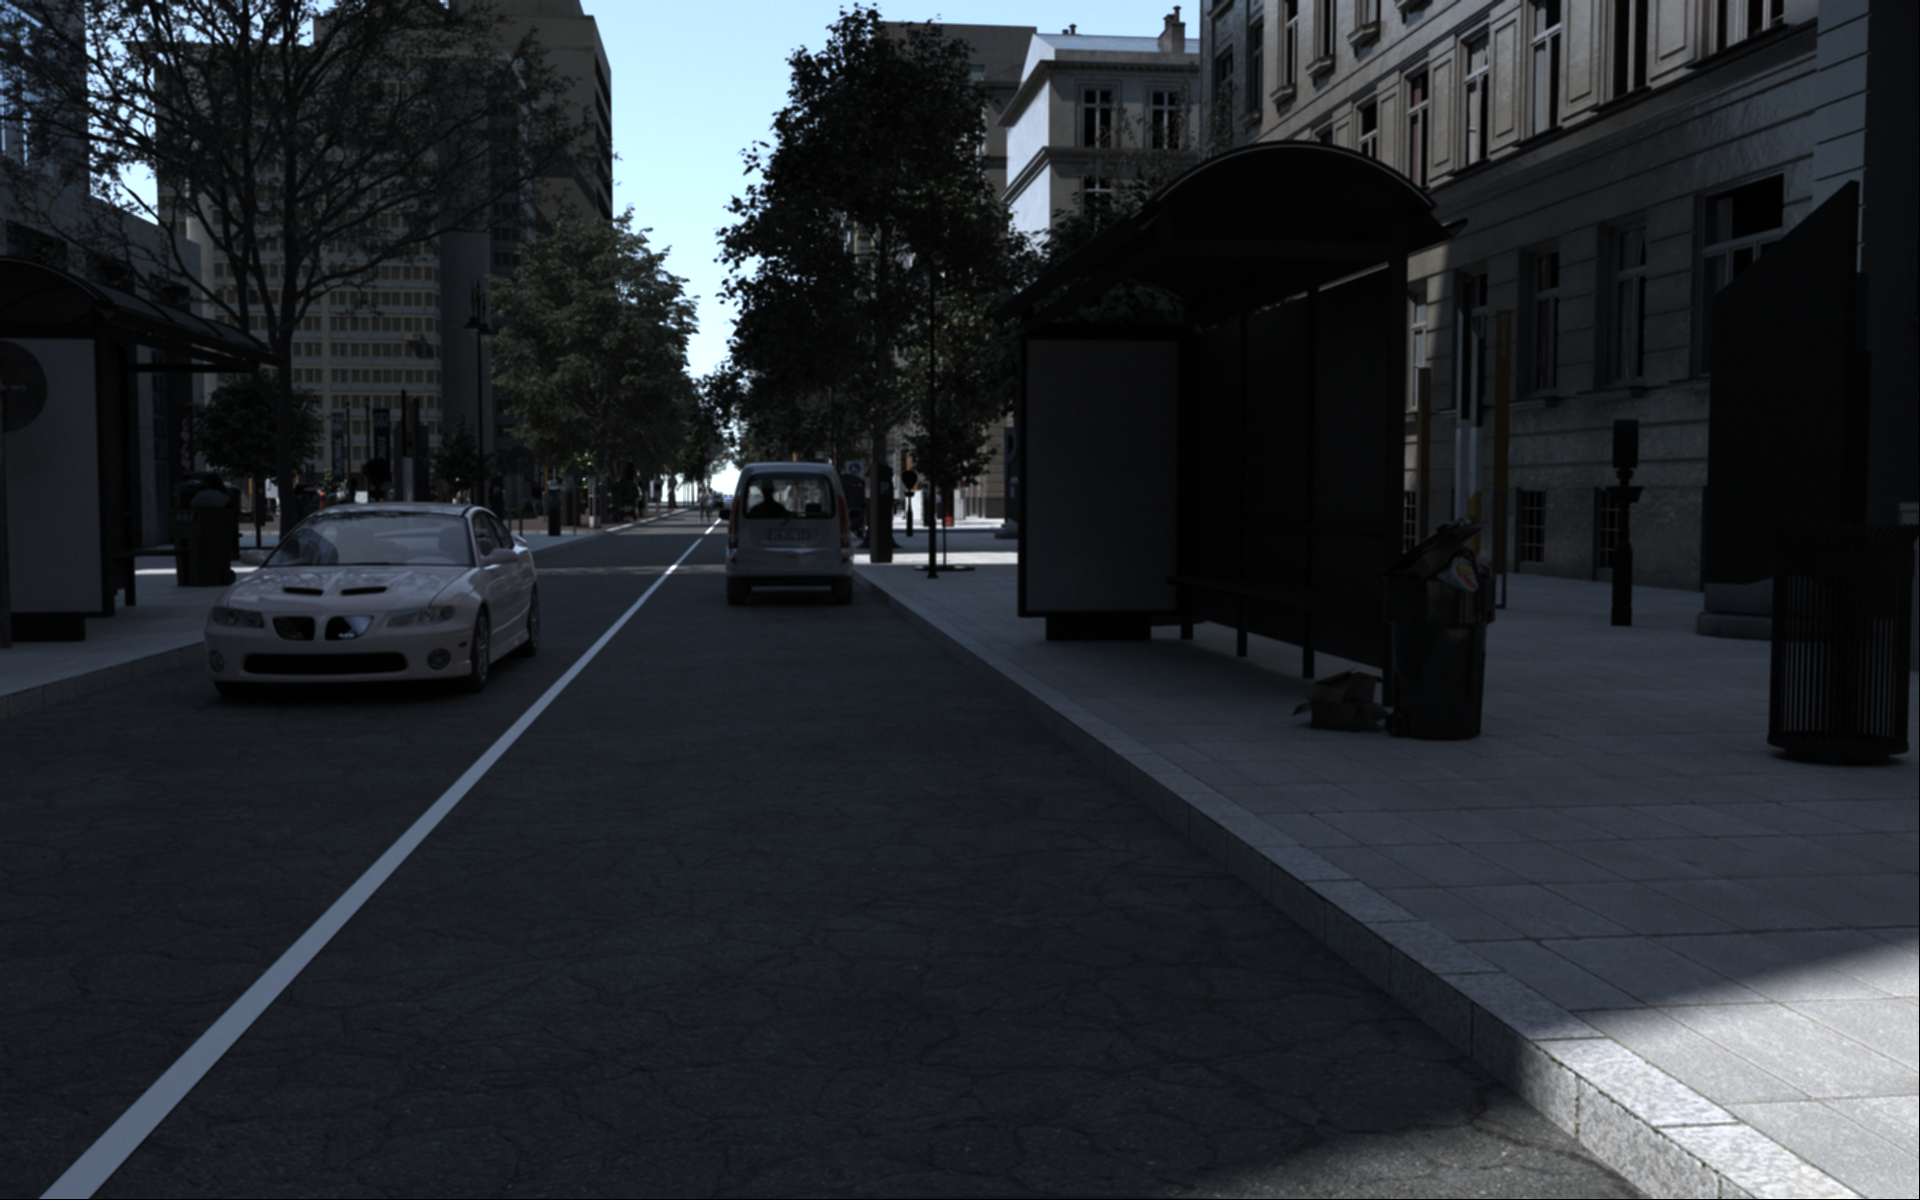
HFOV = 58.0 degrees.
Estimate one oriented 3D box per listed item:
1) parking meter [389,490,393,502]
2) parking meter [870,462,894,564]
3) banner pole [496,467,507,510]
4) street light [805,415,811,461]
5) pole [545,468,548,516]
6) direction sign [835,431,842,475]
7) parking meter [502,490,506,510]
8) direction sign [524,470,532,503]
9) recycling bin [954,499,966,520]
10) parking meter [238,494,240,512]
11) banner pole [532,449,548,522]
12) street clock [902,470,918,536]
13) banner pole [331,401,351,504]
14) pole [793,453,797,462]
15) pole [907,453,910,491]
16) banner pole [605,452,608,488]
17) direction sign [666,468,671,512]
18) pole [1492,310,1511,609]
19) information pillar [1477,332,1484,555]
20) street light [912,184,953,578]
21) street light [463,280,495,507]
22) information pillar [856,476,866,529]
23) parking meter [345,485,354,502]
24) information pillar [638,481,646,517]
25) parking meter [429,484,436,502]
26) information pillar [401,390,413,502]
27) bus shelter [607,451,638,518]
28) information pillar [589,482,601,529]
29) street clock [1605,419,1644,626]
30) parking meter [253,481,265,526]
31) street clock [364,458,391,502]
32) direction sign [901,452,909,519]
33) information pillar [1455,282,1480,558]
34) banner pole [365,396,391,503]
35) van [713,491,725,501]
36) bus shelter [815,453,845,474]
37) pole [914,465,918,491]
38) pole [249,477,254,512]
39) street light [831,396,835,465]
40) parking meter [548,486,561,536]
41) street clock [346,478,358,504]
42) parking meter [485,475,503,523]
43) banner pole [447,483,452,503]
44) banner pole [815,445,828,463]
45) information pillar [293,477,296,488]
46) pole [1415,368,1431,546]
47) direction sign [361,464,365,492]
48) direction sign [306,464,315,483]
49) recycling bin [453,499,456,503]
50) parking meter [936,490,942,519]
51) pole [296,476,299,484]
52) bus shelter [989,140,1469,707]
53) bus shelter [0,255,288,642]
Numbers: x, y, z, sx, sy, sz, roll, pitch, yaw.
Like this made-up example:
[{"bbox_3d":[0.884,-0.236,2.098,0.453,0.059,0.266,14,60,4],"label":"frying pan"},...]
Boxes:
[{"bbox_3d":[-38.147,-6.606,116.415,0.372,1.533,0.369,0,3,0],"label":"parking meter"},{"bbox_3d":[-1.449,-1.614,32.105,0.399,1.863,0.255,-2,4,-32],"label":"parking meter"},{"bbox_3d":[-29.868,-7.523,113.021,0.863,3.779,0.401,-2,4,-31],"label":"banner pole"},{"bbox_3d":[-7.110,-6.571,80.217,0.468,5.910,1.993,0,4,-7],"label":"street light"},{"bbox_3d":[-23.836,-6.481,99.809,0.158,3.312,0.155,0,3,0],"label":"pole"},{"bbox_3d":[-4.387,-4.309,62.456,0.379,3.537,0.876,-1,4,-18],"label":"direction sign"},{"bbox_3d":[-32.286,-6.969,122.359,0.372,1.533,0.369,0,3,0],"label":"parking meter"},{"bbox_3d":[-26.573,-7.057,107.385,0.876,3.537,0.379,-2,4,-34],"label":"direction sign"},{"bbox_3d":[-0.114,-4.407,84.602,0.722,1.027,0.722,1,4,9],"label":"recycling bin"},{"bbox_3d":[-48.701,-6.624,116.715,0.372,1.533,0.369,0,3,0],"label":"parking meter"},{"bbox_3d":[-19.440,-5.511,80.121,0.863,3.779,0.401,-3,5,-44],"label":"banner pole"},{"bbox_3d":[-1.525,-2.927,52.422,0.471,2.002,0.358,0,4,4],"label":"street clock"},{"bbox_3d":[-16.652,-3.469,46.728,0.863,3.779,0.401,2,4,26],"label":"banner pole"},{"bbox_3d":[-8.019,-5.537,84.381,0.158,3.312,0.155,0,3,0],"label":"pole"},{"bbox_3d":[-2.540,-5.599,85.385,0.158,3.312,0.155,0,3,0],"label":"pole"},{"bbox_3d":[-17.990,-5.960,87.467,0.401,3.779,0.863,1,4,21],"label":"banner pole"},{"bbox_3d":[-21.310,-8.234,126.624,0.379,3.537,0.876,-1,4,-9],"label":"direction sign"},{"bbox_3d":[6.040,-1.559,19.331,0.158,3.312,0.155,0,3,0],"label":"pole"},{"bbox_3d":[6.365,-1.856,21.698,0.183,3.616,0.504,-1,4,-15],"label":"information pillar"},{"bbox_3d":[-0.419,-3.269,26.230,0.468,5.910,1.993,0,4,-7],"label":"street light"},{"bbox_3d":[-10.395,-3.960,37.541,0.468,5.910,1.993,0,4,-7],"label":"street light"},{"bbox_3d":[-3.643,-3.587,63.139,0.304,2.012,0.304,3,4,36],"label":"information pillar"},{"bbox_3d":[-32.191,-5.235,91.296,0.399,1.863,0.255,1,4,15],"label":"parking meter"},{"bbox_3d":[-17.646,-5.601,96.061,0.304,2.012,0.304,1,4,14],"label":"information pillar"},{"bbox_3d":[-30.738,-5.814,100.766,0.399,1.863,0.255,-2,4,-30],"label":"parking meter"},{"bbox_3d":[-12.471,-2.920,39.101,0.183,3.616,0.504,0,4,-2],"label":"information pillar"},{"bbox_3d":[-18.925,-6.451,96.750,1.731,3.624,6.357,0,4,-7],"label":"bus shelter"},{"bbox_3d":[-13.497,-3.637,63.960,0.304,2.012,0.304,3,5,43],"label":"information pillar"},{"bbox_3d":[6.465,-0.752,16.872,0.358,2.002,0.471,1,4,20],"label":"street clock"},{"bbox_3d":[-27.917,-3.872,69.019,0.255,1.863,0.399,3,5,40],"label":"parking meter"},{"bbox_3d":[-11.833,-1.874,35.206,0.471,2.002,0.358,-3,5,-40],"label":"street clock"},{"bbox_3d":[-2.807,-5.914,88.692,0.379,3.537,0.876,2,4,26],"label":"direction sign"},{"bbox_3d":[5.661,-1.716,19.403,0.183,3.616,0.504,1,4,18],"label":"information pillar"},{"bbox_3d":[-14.970,-3.329,44.454,0.863,3.779,0.401,1,4,11],"label":"banner pole"},{"bbox_3d":[-31.672,-13.415,226.341,2.013,2.044,4.112,0,4,-7],"label":"van"},{"bbox_3d":[-6.951,-5.775,88.347,2.014,3.302,5.546,0,4,-7],"label":"bus shelter"},{"bbox_3d":[-2.305,-5.929,90.785,0.158,3.312,0.155,0,3,0],"label":"pole"},{"bbox_3d":[-43.330,-6.851,105.856,0.158,3.312,0.155,0,3,0],"label":"pole"},{"bbox_3d":[-4.020,-5.016,54.795,0.468,5.910,1.993,0,4,-7],"label":"street light"},{"bbox_3d":[-12.423,-2.728,53.018,0.372,1.533,0.369,0,3,0],"label":"parking meter"},{"bbox_3d":[-27.006,-4.429,76.984,0.358,2.002,0.471,3,5,40],"label":"street clock"},{"bbox_3d":[-14.187,-2.886,52.898,0.399,1.863,0.255,-2,4,-27],"label":"parking meter"},{"bbox_3d":[-37.321,-8.381,127.043,0.863,3.779,0.401,-2,4,-30],"label":"banner pole"},{"bbox_3d":[-6.699,-5.795,84.758,0.863,3.779,0.401,-2,4,-26],"label":"banner pole"},{"bbox_3d":[-29.480,-4.401,76.444,0.304,2.012,0.304,-1,4,-10],"label":"information pillar"},{"bbox_3d":[7.499,-2.092,28.054,0.158,3.312,0.155,0,3,0],"label":"pole"},{"bbox_3d":[-45.542,-8.577,132.228,0.379,3.537,0.876,0,4,-1],"label":"direction sign"},{"bbox_3d":[-48.581,-8.413,129.557,0.379,3.537,0.876,1,4,23],"label":"direction sign"},{"bbox_3d":[-28.060,-5.189,97.402,0.722,1.027,0.722,-2,4,-35],"label":"recycling bin"},{"bbox_3d":[-1.023,-4.873,88.080,0.372,1.533,0.369,0,3,0],"label":"parking meter"},{"bbox_3d":[-47.754,-8.017,124.920,0.158,3.312,0.155,0,3,0],"label":"pole"},{"bbox_3d":[1.596,-1.147,12.683,2.014,3.302,5.546,0,4,-7],"label":"bus shelter"},{"bbox_3d":[-8.505,-1.439,17.444,2.014,3.302,5.546,0,4,-7],"label":"bus shelter"}]
